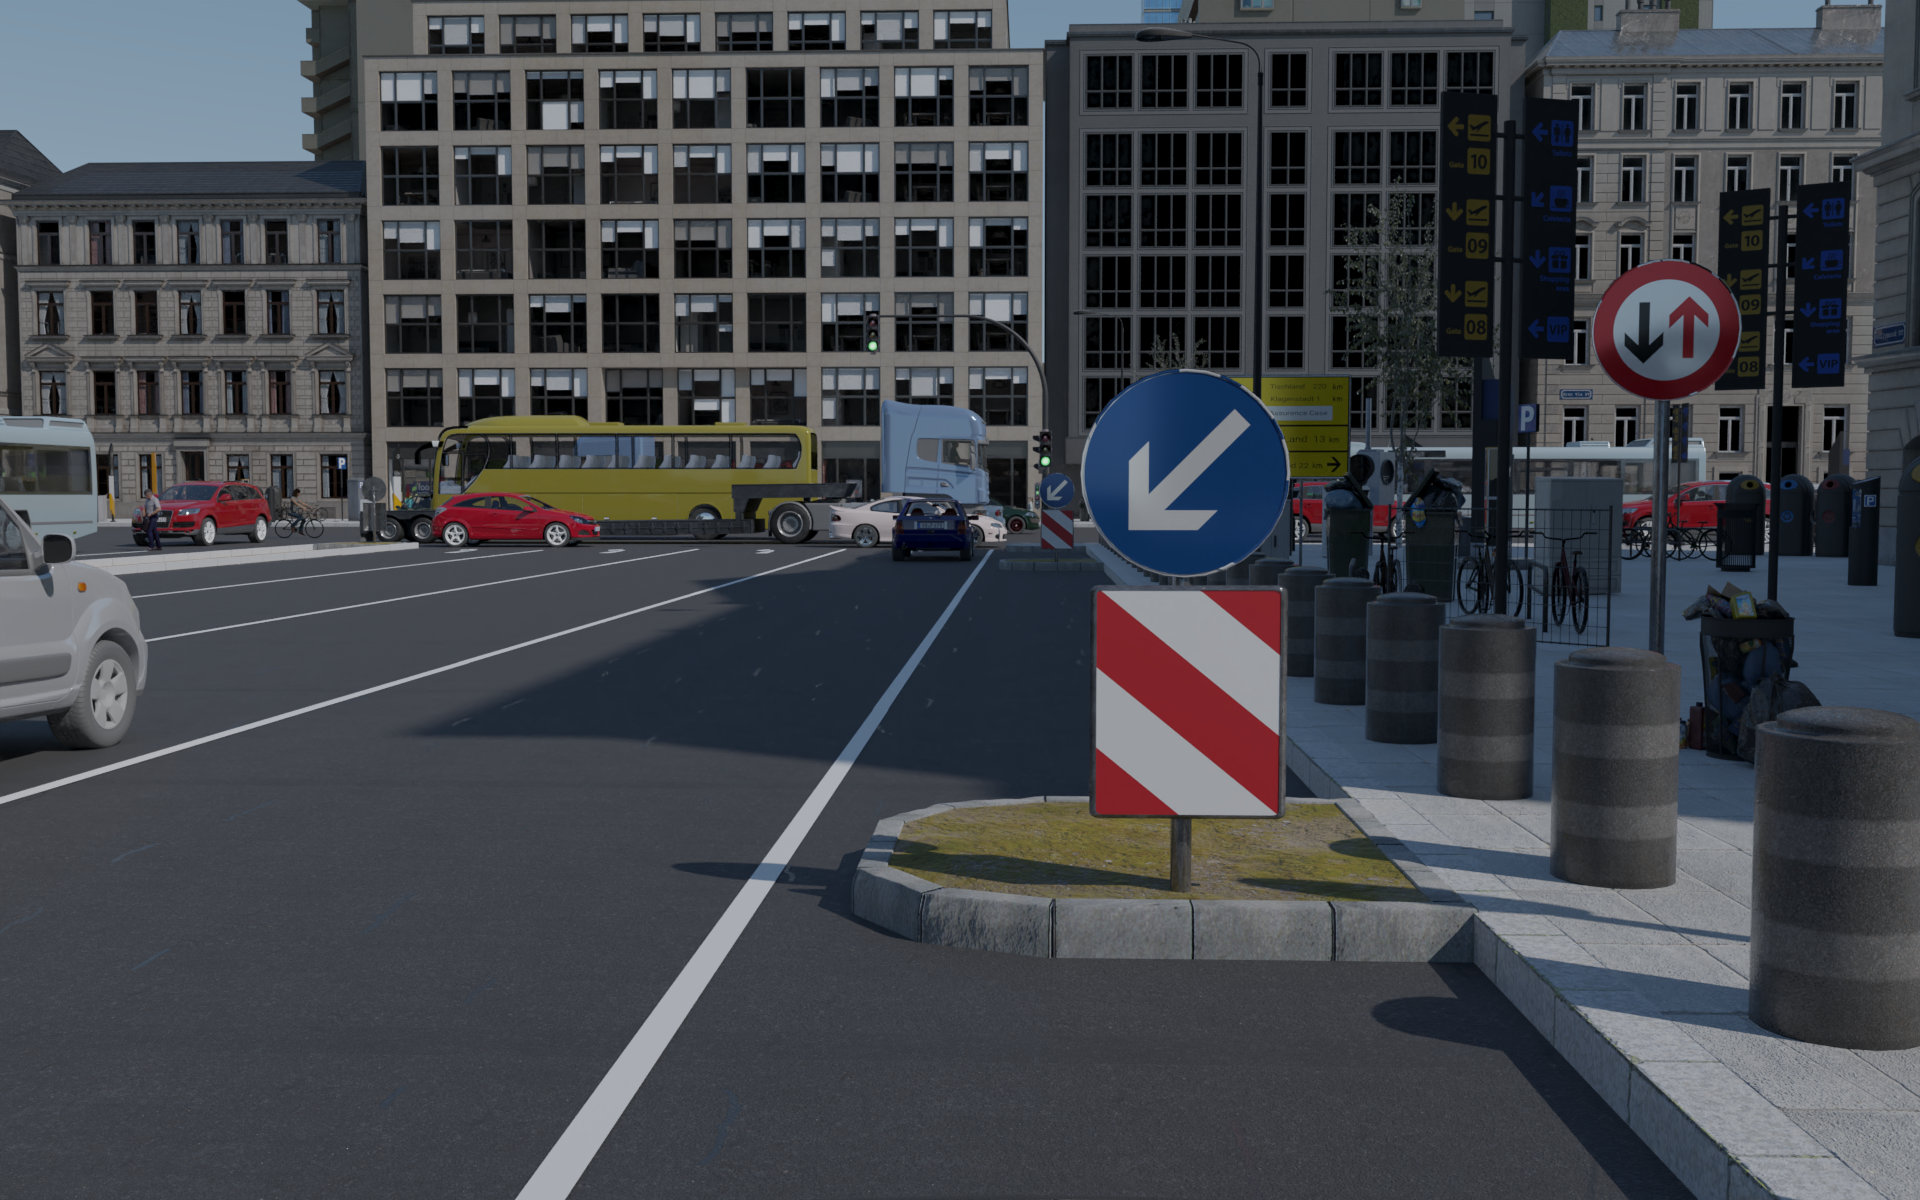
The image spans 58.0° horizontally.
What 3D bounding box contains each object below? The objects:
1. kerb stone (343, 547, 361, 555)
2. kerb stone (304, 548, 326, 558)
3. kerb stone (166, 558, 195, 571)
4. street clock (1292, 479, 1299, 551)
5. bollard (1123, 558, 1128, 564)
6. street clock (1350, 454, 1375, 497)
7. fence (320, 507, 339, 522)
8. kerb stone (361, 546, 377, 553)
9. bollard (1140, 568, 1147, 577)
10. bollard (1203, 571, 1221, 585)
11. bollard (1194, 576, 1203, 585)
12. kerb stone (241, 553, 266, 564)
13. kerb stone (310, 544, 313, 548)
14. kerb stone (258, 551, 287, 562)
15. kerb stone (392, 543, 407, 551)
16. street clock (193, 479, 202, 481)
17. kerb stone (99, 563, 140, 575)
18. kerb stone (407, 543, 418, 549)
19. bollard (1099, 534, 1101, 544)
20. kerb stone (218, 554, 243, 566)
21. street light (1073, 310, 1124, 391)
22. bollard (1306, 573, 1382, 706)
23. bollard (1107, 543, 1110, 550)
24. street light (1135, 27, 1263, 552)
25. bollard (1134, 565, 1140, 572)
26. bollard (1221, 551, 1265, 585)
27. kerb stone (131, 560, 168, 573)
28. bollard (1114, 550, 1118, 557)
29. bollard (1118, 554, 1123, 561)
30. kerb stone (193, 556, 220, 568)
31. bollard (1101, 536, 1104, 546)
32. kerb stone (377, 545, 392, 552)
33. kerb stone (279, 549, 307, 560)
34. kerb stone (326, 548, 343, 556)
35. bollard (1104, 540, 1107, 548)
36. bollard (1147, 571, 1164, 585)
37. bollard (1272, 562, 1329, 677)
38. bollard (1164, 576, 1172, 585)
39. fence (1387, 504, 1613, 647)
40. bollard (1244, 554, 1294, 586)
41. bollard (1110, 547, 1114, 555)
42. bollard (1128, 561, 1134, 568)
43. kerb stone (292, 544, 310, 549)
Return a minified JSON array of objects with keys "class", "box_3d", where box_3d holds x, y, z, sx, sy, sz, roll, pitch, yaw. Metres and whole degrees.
[{"class":"kerb stone","box_3d":[-14.533,-1.156,41.093,0.120,0.150,1.000,0,4,2]},{"class":"kerb stone","box_3d":[-14.618,-1.030,39.041,0.120,0.150,1.000,0,4,2]},{"class":"kerb stone","box_3d":[-14.874,-0.652,32.876,0.120,0.150,1.000,0,4,2]},{"class":"street clock","box_3d":[7.437,-2.098,38.865,0.358,2.002,0.471,1,4,13]},{"class":"bollard","box_3d":[3.250,-1.045,31.802,0.404,0.777,0.398,0,3,0]},{"class":"street clock","box_3d":[7.254,-1.643,31.429,0.471,2.002,0.358,2,4,32]},{"class":"fence","box_3d":[-29.447,-3.993,80.668,0.278,0.683,2.069,-3,5,-40]},{"class":"kerb stone","box_3d":[-14.496,-1.219,42.119,0.120,0.150,1.000,0,4,2]},{"class":"bollard","box_3d":[3.052,-0.746,26.919,0.404,0.777,0.398,0,3,0]},{"class":"bollard","box_3d":[2.653,-0.150,17.165,0.404,0.777,0.398,0,3,0]},{"class":"bollard","box_3d":[2.722,-0.250,18.799,0.404,0.777,0.398,0,3,0]},{"class":"kerb stone","box_3d":[-14.752,-0.834,35.956,0.120,0.150,1.000,0,4,2]},{"class":"kerb stone","box_3d":[-16.515,-1.346,44.205,0.120,0.150,1.000,0,4,2]},{"class":"kerb stone","box_3d":[-14.712,-0.902,36.987,0.120,0.150,1.000,0,4,2]},{"class":"kerb stone","box_3d":[-14.408,-1.342,44.170,0.120,0.150,1.000,0,4,2]},{"class":"street clock","box_3d":[-35.980,-4.721,81.765,0.471,2.002,0.358,0,4,0]},{"class":"kerb stone","box_3d":[-14.959,-0.525,30.814,0.120,0.150,1.000,0,4,2]},{"class":"kerb stone","box_3d":[-14.368,-1.407,45.196,0.120,0.150,1.000,0,4,2]},{"class":"bollard","box_3d":[3.714,-1.740,43.161,0.404,0.777,0.398,0,3,0]},{"class":"kerb stone","box_3d":[-14.794,-0.775,34.930,0.120,0.150,1.000,0,4,2]},{"class":"street light","box_3d":[3.549,-4.358,43.799,1.470,5.913,1.316,0,4,2]},{"class":"bollard","box_3d":[2.388,0.247,10.672,0.404,0.777,0.398,0,3,0]},{"class":"bollard","box_3d":[3.516,-1.442,38.295,0.404,0.777,0.398,0,3,0]},{"class":"street light","box_3d":[2.447,-2.744,17.402,1.470,5.913,1.316,0,4,2]},{"class":"bollard","box_3d":[3.117,-0.846,28.553,0.404,0.777,0.398,0,3,0]},{"class":"bollard","box_3d":[2.587,-0.050,15.535,0.404,0.777,0.398,0,3,0]},{"class":"kerb stone","box_3d":[-14.921,-0.590,31.847,0.120,0.150,1.000,0,4,2]},{"class":"bollard","box_3d":[3.384,-1.244,35.053,0.404,0.777,0.398,0,3,0]},{"class":"bollard","box_3d":[3.317,-1.144,33.424,0.404,0.777,0.398,0,3,0]},{"class":"kerb stone","box_3d":[-14.832,-0.716,33.902,0.120,0.150,1.000,0,4,2]},{"class":"bollard","box_3d":[3.649,-1.641,41.540,0.404,0.777,0.398,0,3,0]},{"class":"kerb stone","box_3d":[-14.458,-1.279,43.145,0.120,0.150,1.000,0,4,2]},{"class":"kerb stone","box_3d":[-14.665,-0.965,38.016,0.120,0.150,1.000,0,4,2]},{"class":"kerb stone","box_3d":[-14.589,-1.093,40.068,0.120,0.150,1.000,0,4,2]},{"class":"bollard","box_3d":[3.581,-1.541,39.916,0.404,0.777,0.398,0,3,0]},{"class":"bollard","box_3d":[2.982,-0.647,25.298,0.404,0.777,0.398,0,3,0]},{"class":"bollard","box_3d":[2.457,0.148,12.292,0.404,0.777,0.398,0,3,0]},{"class":"bollard","box_3d":[2.852,-0.449,22.056,0.404,0.777,0.398,0,3,0]},{"class":"fence","box_3d":[4.422,-0.194,14.374,0.480,1.192,2.264,-3,5,-39]},{"class":"bollard","box_3d":[2.523,0.049,13.913,0.404,0.777,0.398,0,3,0]},{"class":"bollard","box_3d":[3.449,-1.343,36.674,0.404,0.777,0.398,0,3,0]},{"class":"bollard","box_3d":[3.188,-0.945,30.174,0.404,0.777,0.398,0,3,0]},{"class":"kerb stone","box_3d":[-16.548,-1.283,43.179,0.120,0.150,1.000,0,4,2]}]
